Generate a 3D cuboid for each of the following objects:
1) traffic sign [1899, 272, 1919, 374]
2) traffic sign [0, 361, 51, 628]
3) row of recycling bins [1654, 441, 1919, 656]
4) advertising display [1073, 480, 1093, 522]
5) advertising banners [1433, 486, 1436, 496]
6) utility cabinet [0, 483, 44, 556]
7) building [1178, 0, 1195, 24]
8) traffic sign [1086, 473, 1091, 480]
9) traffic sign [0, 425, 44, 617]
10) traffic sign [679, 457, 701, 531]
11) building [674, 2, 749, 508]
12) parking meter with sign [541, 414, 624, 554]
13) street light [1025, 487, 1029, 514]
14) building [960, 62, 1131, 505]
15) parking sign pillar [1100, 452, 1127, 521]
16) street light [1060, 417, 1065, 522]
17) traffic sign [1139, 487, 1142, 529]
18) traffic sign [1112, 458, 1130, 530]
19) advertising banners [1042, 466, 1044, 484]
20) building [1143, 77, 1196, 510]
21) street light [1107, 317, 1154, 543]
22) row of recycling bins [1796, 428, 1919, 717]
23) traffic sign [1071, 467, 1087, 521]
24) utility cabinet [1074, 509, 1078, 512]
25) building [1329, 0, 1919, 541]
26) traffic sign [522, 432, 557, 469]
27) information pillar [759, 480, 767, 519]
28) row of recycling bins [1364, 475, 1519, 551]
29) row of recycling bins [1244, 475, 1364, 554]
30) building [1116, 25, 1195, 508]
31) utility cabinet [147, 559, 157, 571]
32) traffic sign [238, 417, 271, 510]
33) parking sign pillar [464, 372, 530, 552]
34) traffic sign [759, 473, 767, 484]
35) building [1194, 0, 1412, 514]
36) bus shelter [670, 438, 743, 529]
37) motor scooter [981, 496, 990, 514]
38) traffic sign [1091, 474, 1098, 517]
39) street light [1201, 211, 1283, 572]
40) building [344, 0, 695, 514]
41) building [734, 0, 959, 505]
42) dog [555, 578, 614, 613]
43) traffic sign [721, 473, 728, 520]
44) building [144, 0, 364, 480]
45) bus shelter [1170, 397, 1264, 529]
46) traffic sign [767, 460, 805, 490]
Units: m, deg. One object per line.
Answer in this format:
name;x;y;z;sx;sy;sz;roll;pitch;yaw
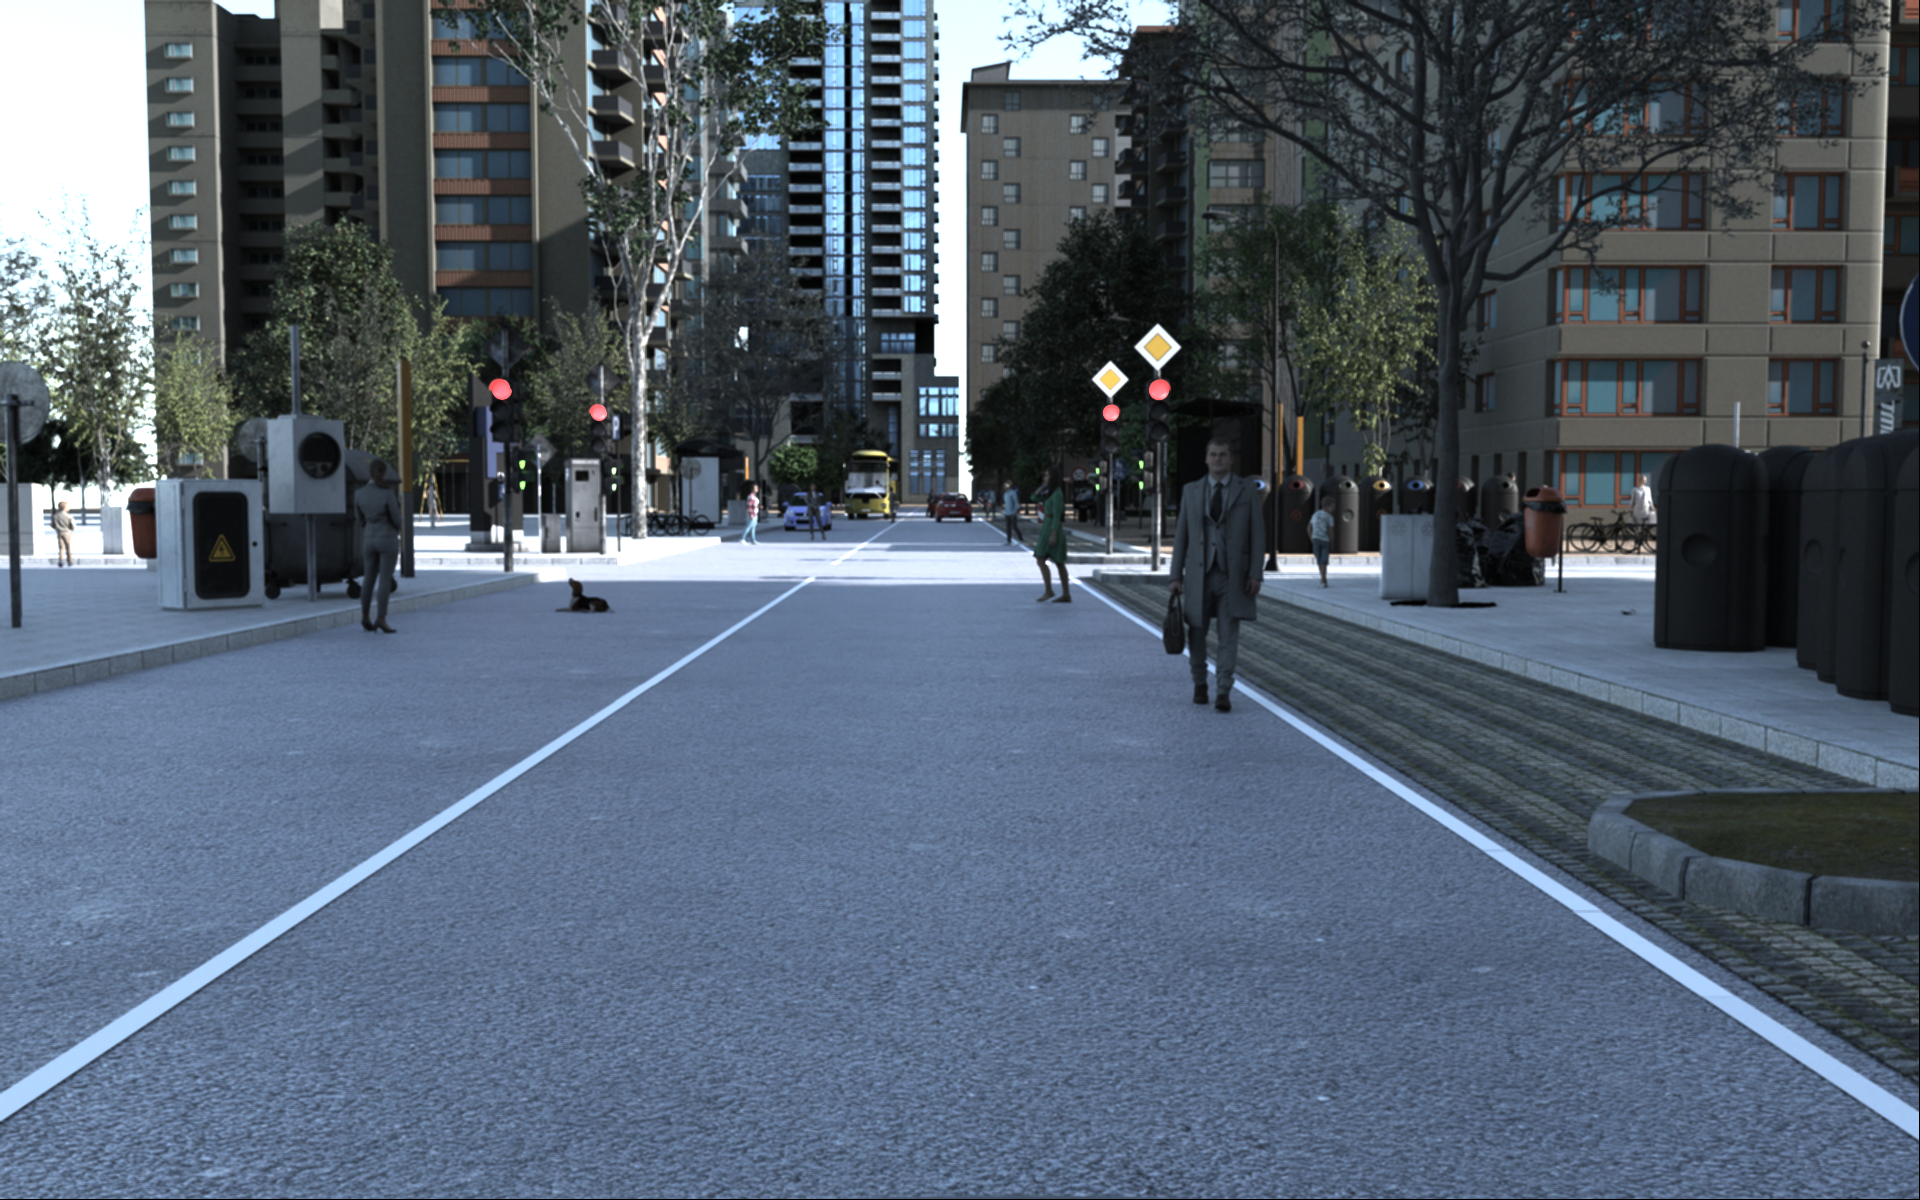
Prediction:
traffic sign;5.207;-0.541;8.959;0.768;2.556;0.104;0;4;4
traffic sign;-9.079;-1.008;16.588;0.768;2.556;0.104;0;4;4
row of recycling bins;7.454;-0.485;15.043;3.534;1.692;1.069;-2;4;-30
advertising display;5.582;-4.479;78.452;0.974;1.923;0.123;-1;4;-22
advertising banners;7.687;-1.914;27.482;0.090;3.025;2.074;1;4;23
utility cabinet;-19.538;-1.655;35.741;1.173;1.500;0.318;1;4;10
building;38.462;-47.547;215.651;20.611;71.187;20.563;0;4;-1
traffic sign;7.969;-6.482;105.706;0.795;2.593;0.064;0;4;4
traffic sign;-9.859;-1.097;18.041;0.768;2.556;0.104;1;4;9
traffic sign;-9.356;-3.669;60.095;0.768;2.556;0.104;0;4;4
building;-35.815;-33.264;163.469;30.456;49.044;23.786;0;4;-1
parking meter with sign;-8.249;-2.539;37.769;1.738;3.016;0.543;-2;4;-29
street light;3.782;-8.514;111.744;1.470;5.913;1.316;0;4;-1
building;13.887;-38.583;220.063;27.495;52.752;28.713;0;4;-1
parking sign pillar;7.403;-5.842;83.981;1.447;3.967;1.447;-3;4;-37
street light;4.102;-6.486;78.586;1.470;5.913;1.316;0;4;-1
traffic sign;6.589;-3.855;63.142;0.768;2.556;0.104;0;4;6
traffic sign;5.688;-3.785;61.986;0.768;2.556;0.104;0;4;7
advertising banners;4.489;-5.784;90.756;0.090;3.025;2.074;1;4;14
building;31.417;-27.164;136.005;32.217;40.220;23.993;0;4;-1
street light;4.564;-4.467;45.569;1.470;5.913;1.316;0;4;-1
row of recycling bins;6.205;-0.256;11.307;1.069;1.692;3.534;1;4;15
traffic sign;5.570;-4.954;81.112;0.768;2.556;0.104;0;4;5
utility cabinet;7.577;-6.053;107.652;0.318;1.500;1.173;-3;4;-39
building;30.544;-13.186;60.629;28.899;21.520;27.650;0;4;-1
traffic sign;-8.911;-2.259;36.675;0.795;2.593;0.064;1;4;9
information pillar;-9.986;-5.083;87.594;0.304;2.012;0.304;-3;4;-38
row of recycling bins;10.620;-1.930;38.673;3.534;1.692;1.069;1;4;21
row of recycling bins;6.804;-1.857;37.471;3.534;1.692;1.069;0;4;4
building;26.291;-31.046;162.221;22.147;44.769;28.867;0;4;-1
utility cabinet;-13.223;-1.084;28.884;1.020;1.237;0.306;3;5;43
traffic sign;-11.541;-1.743;28.602;0.768;2.556;0.104;0;4;0
parking sign pillar;-10.416;-3.083;38.880;1.447;3.967;1.447;2;4;26
traffic sign;-12.257;-6.524;106.667;0.884;2.594;0.081;0;4;5
building;21.034;-25.741;104.467;14.154;41.232;14.086;0;4;-1
bus shelter;-9.493;-4.370;65.366;2.014;3.302;5.546;0;4;-1
motor scooter;1.922;-6.861;124.961;0.815;1.314;1.986;0;4;-1
traffic sign;6.761;-5.092;85.385;0.606;2.300;0.079;0;4;3
street light;4.655;-3.429;28.604;1.470;5.913;1.316;0;4;-1
building;-31.519;-28.829;125.983;22.147;44.769;28.867;0;4;-1
building;-15.665;-55.224;215.584;31.000;86.520;22.319;0;4;-1
dog;-4.554;-0.052;21.046;0.550;0.427;0.748;-2;4;-34
traffic sign;-11.694;-5.072;85.055;0.606;2.300;0.079;0;4;4
building;-61.861;-33.106;164.981;21.600;48.544;21.300;0;4;-1
bus shelter;6.526;-3.284;44.975;1.731;3.624;6.357;0;4;-1
traffic sign;-10.373;-6.698;103.387;2.265;3.308;0.079;0;4;3
